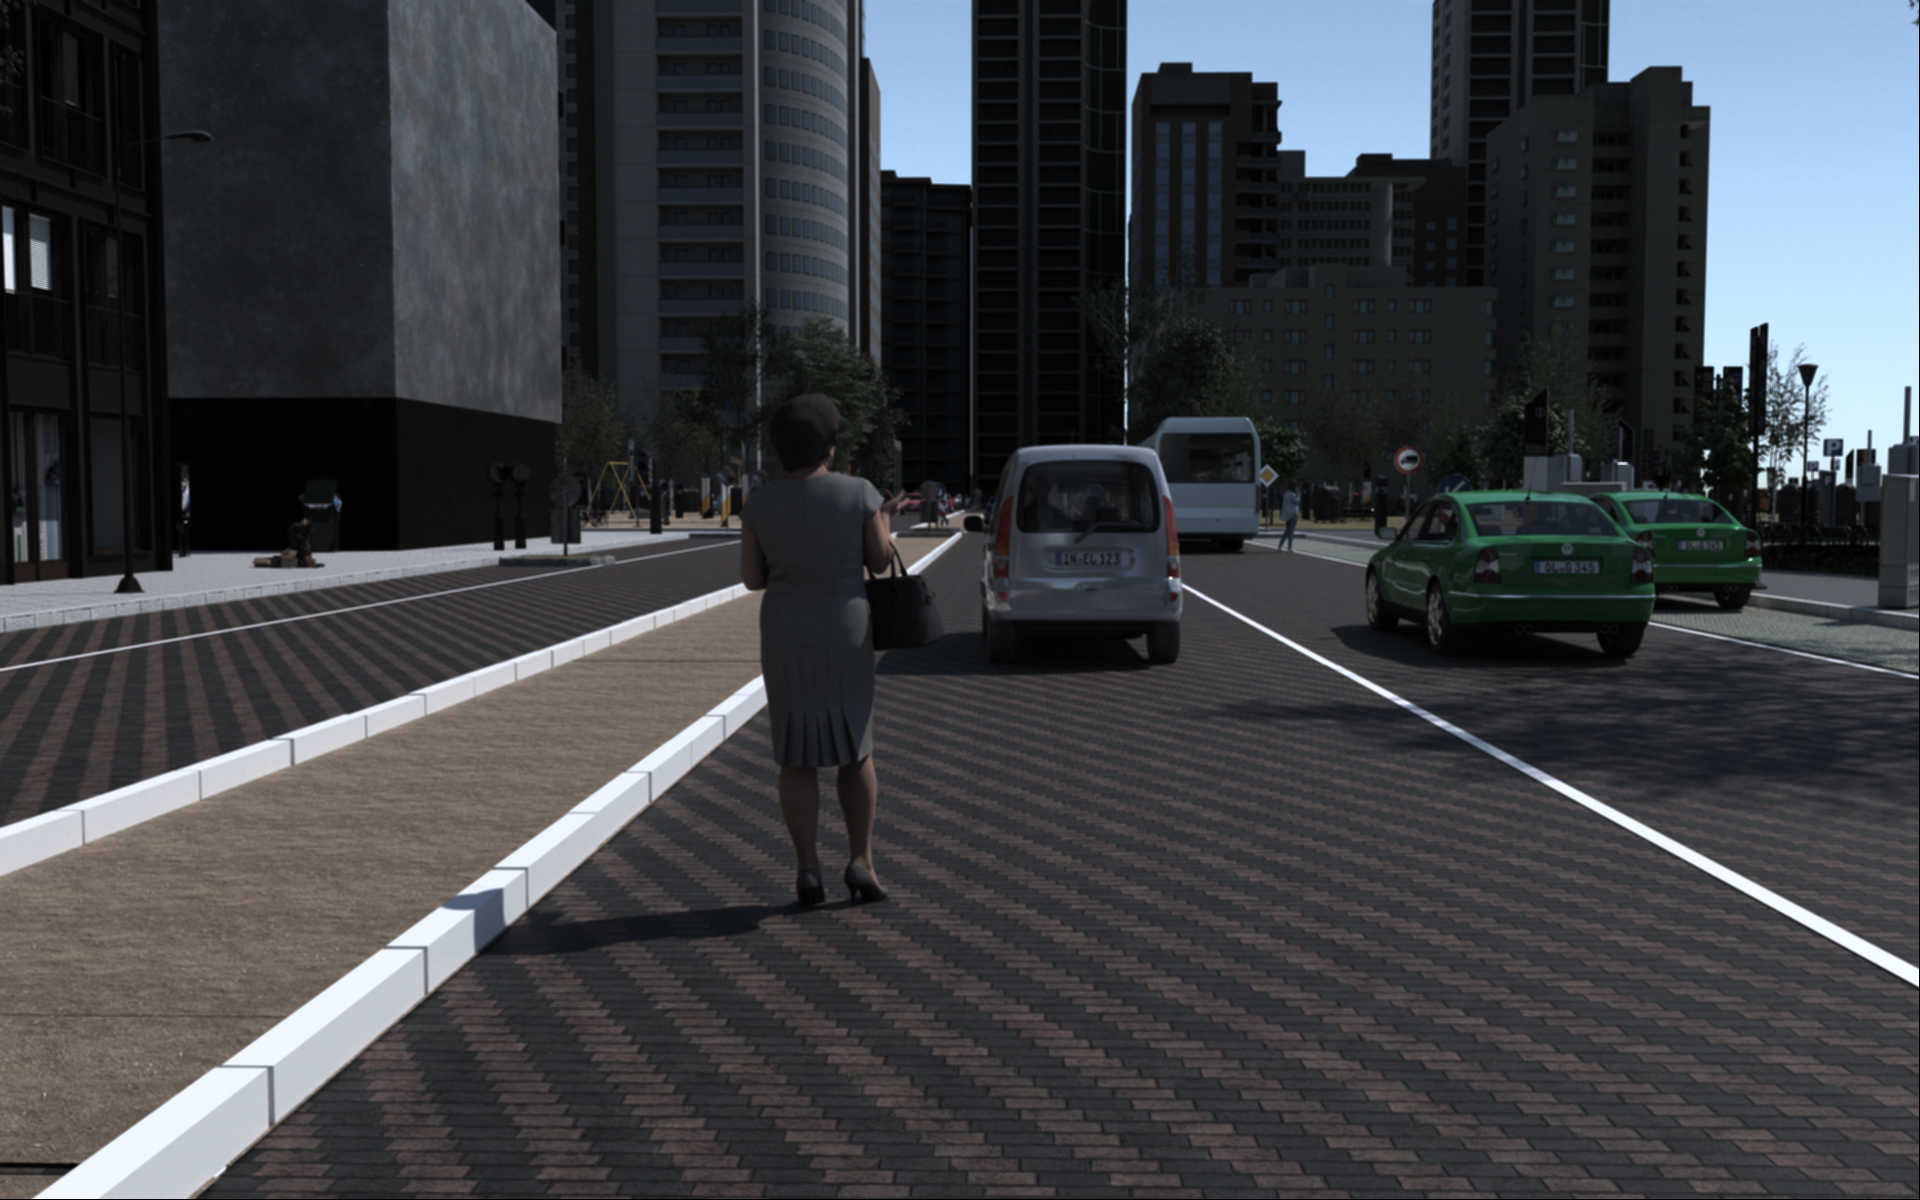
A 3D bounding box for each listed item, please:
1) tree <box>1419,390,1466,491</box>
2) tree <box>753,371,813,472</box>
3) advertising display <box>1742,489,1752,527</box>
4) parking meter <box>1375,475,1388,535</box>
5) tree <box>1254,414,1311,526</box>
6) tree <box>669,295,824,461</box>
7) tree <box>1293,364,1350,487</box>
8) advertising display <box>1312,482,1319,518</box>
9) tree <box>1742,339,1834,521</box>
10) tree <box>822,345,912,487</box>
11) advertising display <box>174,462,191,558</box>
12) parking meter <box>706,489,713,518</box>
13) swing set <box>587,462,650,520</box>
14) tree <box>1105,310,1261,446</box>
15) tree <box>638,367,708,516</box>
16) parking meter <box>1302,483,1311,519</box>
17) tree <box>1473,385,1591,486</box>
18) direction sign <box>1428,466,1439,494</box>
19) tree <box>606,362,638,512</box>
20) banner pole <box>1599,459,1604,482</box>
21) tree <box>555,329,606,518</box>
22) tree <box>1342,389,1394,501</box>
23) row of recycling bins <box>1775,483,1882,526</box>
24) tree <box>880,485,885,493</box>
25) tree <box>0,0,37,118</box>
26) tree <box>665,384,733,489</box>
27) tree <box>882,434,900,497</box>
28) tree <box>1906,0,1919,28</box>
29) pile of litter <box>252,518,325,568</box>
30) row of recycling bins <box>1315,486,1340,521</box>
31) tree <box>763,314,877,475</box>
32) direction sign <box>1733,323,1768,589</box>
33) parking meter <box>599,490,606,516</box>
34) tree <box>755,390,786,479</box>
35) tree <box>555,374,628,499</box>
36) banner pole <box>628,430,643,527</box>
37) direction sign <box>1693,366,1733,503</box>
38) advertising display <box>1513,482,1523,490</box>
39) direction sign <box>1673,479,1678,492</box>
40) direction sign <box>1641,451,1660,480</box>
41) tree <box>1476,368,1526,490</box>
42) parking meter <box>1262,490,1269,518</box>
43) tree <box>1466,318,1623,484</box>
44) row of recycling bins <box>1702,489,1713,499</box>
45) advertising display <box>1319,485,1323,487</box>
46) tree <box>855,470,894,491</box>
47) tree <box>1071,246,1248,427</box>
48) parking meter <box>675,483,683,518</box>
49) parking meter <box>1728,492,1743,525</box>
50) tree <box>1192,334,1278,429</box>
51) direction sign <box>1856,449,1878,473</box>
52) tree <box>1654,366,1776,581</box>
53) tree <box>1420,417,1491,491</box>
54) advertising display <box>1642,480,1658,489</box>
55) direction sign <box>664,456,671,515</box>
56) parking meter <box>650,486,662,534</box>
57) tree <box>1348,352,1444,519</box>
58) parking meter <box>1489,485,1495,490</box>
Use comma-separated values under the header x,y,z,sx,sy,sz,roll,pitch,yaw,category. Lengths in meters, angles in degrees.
x,y,z,sx,sy,sz,roll,pitch,yaw,category
34.454,-10.587,123.456,4.737,8.622,4.395,0,3,0,tree
-9.661,-9.066,98.599,4.360,8.622,3.978,0,3,0,tree
29.915,-3.699,65.684,0.974,1.923,0.123,-3,4,-37,advertising display
13.122,-2.950,53.952,0.255,1.863,0.399,-1,4,-11,parking meter
12.752,-5.349,71.175,4.285,4.588,4.351,0,3,0,tree
-9.796,-8.939,80.573,8.767,10.594,7.601,2,4,34,tree
21.094,-9.084,98.887,4.360,8.622,3.978,0,3,0,tree
19.402,-5.486,94.913,0.123,1.923,0.974,0,4,4,advertising display
39.366,-8.110,82.966,4.360,8.622,3.978,0,3,0,tree
-8.309,-13.248,133.619,9.611,12.733,9.660,0,3,0,tree
-15.872,-1.846,35.389,0.123,1.923,0.974,-1,4,-15,advertising display
-13.209,-5.078,91.442,0.372,1.533,0.369,0,3,0,parking meter
-16.925,-5.419,86.222,2.862,2.851,3.119,1,4,12,swing set
14.313,-11.683,108.023,9.611,12.733,9.660,0,3,0,tree
-16.645,-9.161,100.146,4.360,8.622,3.978,0,3,0,tree
17.546,-5.022,87.813,0.255,1.863,0.399,-3,5,-42,parking meter
17.262,-4.194,52.292,4.285,4.588,4.351,0,3,0,tree
37.735,-8.929,137.994,0.876,3.537,0.379,2,4,27,direction sign
-19.511,-8.594,90.878,4.360,8.622,3.978,0,3,0,tree
43.583,-7.810,117.716,0.401,3.779,0.863,3,5,41,banner pole
-17.249,-7.461,72.355,4.360,8.622,3.978,0,3,0,tree
28.582,-10.521,122.381,4.737,8.622,4.395,0,3,0,tree
32.462,-3.512,64.539,3.534,1.692,1.069,1,4,16,row of recycling bins
-7.088,-9.492,149.800,1.663,3.219,1.824,0,3,0,tree
-11.138,-4.001,15.775,4.360,8.622,3.978,0,3,0,tree
-16.866,-10.027,114.299,4.737,8.622,4.395,0,3,0,tree
-7.228,-12.885,161.032,4.360,8.622,3.978,0,3,0,tree
11.924,-6.354,14.265,12.009,13.543,11.850,0,3,0,tree
-11.825,-1.009,30.462,1.176,0.858,1.719,-2,4,-26,pile of litter
18.165,-4.786,85.356,1.069,1.692,3.534,1,4,19,row of recycling bins
-8.671,-11.711,109.598,7.486,12.596,7.792,0,3,0,tree
10.748,-1.921,23.398,0.379,3.537,0.876,1,4,12,direction sign
-20.538,-5.567,99.428,0.372,1.533,0.369,0,3,0,parking meter
-12.465,-10.485,121.791,4.737,8.622,4.395,0,3,0,tree
-22.143,-9.507,105.795,4.737,8.622,4.395,0,3,0,tree
-12.696,-4.737,67.463,0.401,3.779,0.863,-3,5,-43,banner pole
13.436,-2.372,30.779,0.876,3.537,0.379,0,4,-4,direction sign
30.222,-5.387,93.284,0.974,1.923,0.123,-1,4,-21,advertising display
44.497,-7.056,107.359,0.876,3.537,0.379,-2,4,-30,direction sign
36.317,-6.063,91.127,0.876,3.537,0.379,1,4,20,direction sign
31.785,-9.183,100.498,4.360,8.622,3.978,0,3,0,tree
16.684,-5.265,94.501,0.372,1.533,0.369,0,3,0,parking meter
24.852,-7.506,73.082,4.737,8.622,4.395,0,3,0,tree
58.290,-7.838,135.264,3.534,1.692,1.069,1,4,23,row of recycling bins
24.549,-6.877,117.652,0.974,1.923,0.123,-3,5,-41,advertising display
-7.358,-9.877,145.199,4.285,4.588,4.351,0,3,0,tree
15.146,-16.919,132.509,12.611,20.169,13.585,0,3,0,tree
-14.941,-5.281,92.055,0.399,1.863,0.255,-2,4,-31,parking meter
22.850,-2.607,51.036,0.372,1.533,0.369,0,3,0,parking meter
12.826,-7.966,80.604,4.737,8.622,4.395,0,3,0,tree
45.692,-5.836,87.417,0.876,3.537,0.379,1,4,12,direction sign
11.474,-1.906,25.769,1.663,3.219,1.824,0,3,0,tree
12.669,-3.003,43.704,1.663,3.219,1.824,0,3,0,tree
32.025,-4.589,80.238,0.123,1.923,0.974,-2,4,-31,advertising display
-17.574,-6.861,104.175,0.379,3.537,0.876,-2,4,-32,direction sign
-9.807,-2.901,55.846,0.372,1.533,0.369,0,3,0,parking meter
22.793,-8.479,88.987,4.360,8.622,3.978,0,3,0,tree
34.751,-6.567,113.076,0.399,1.863,0.255,2,4,26,parking meter
